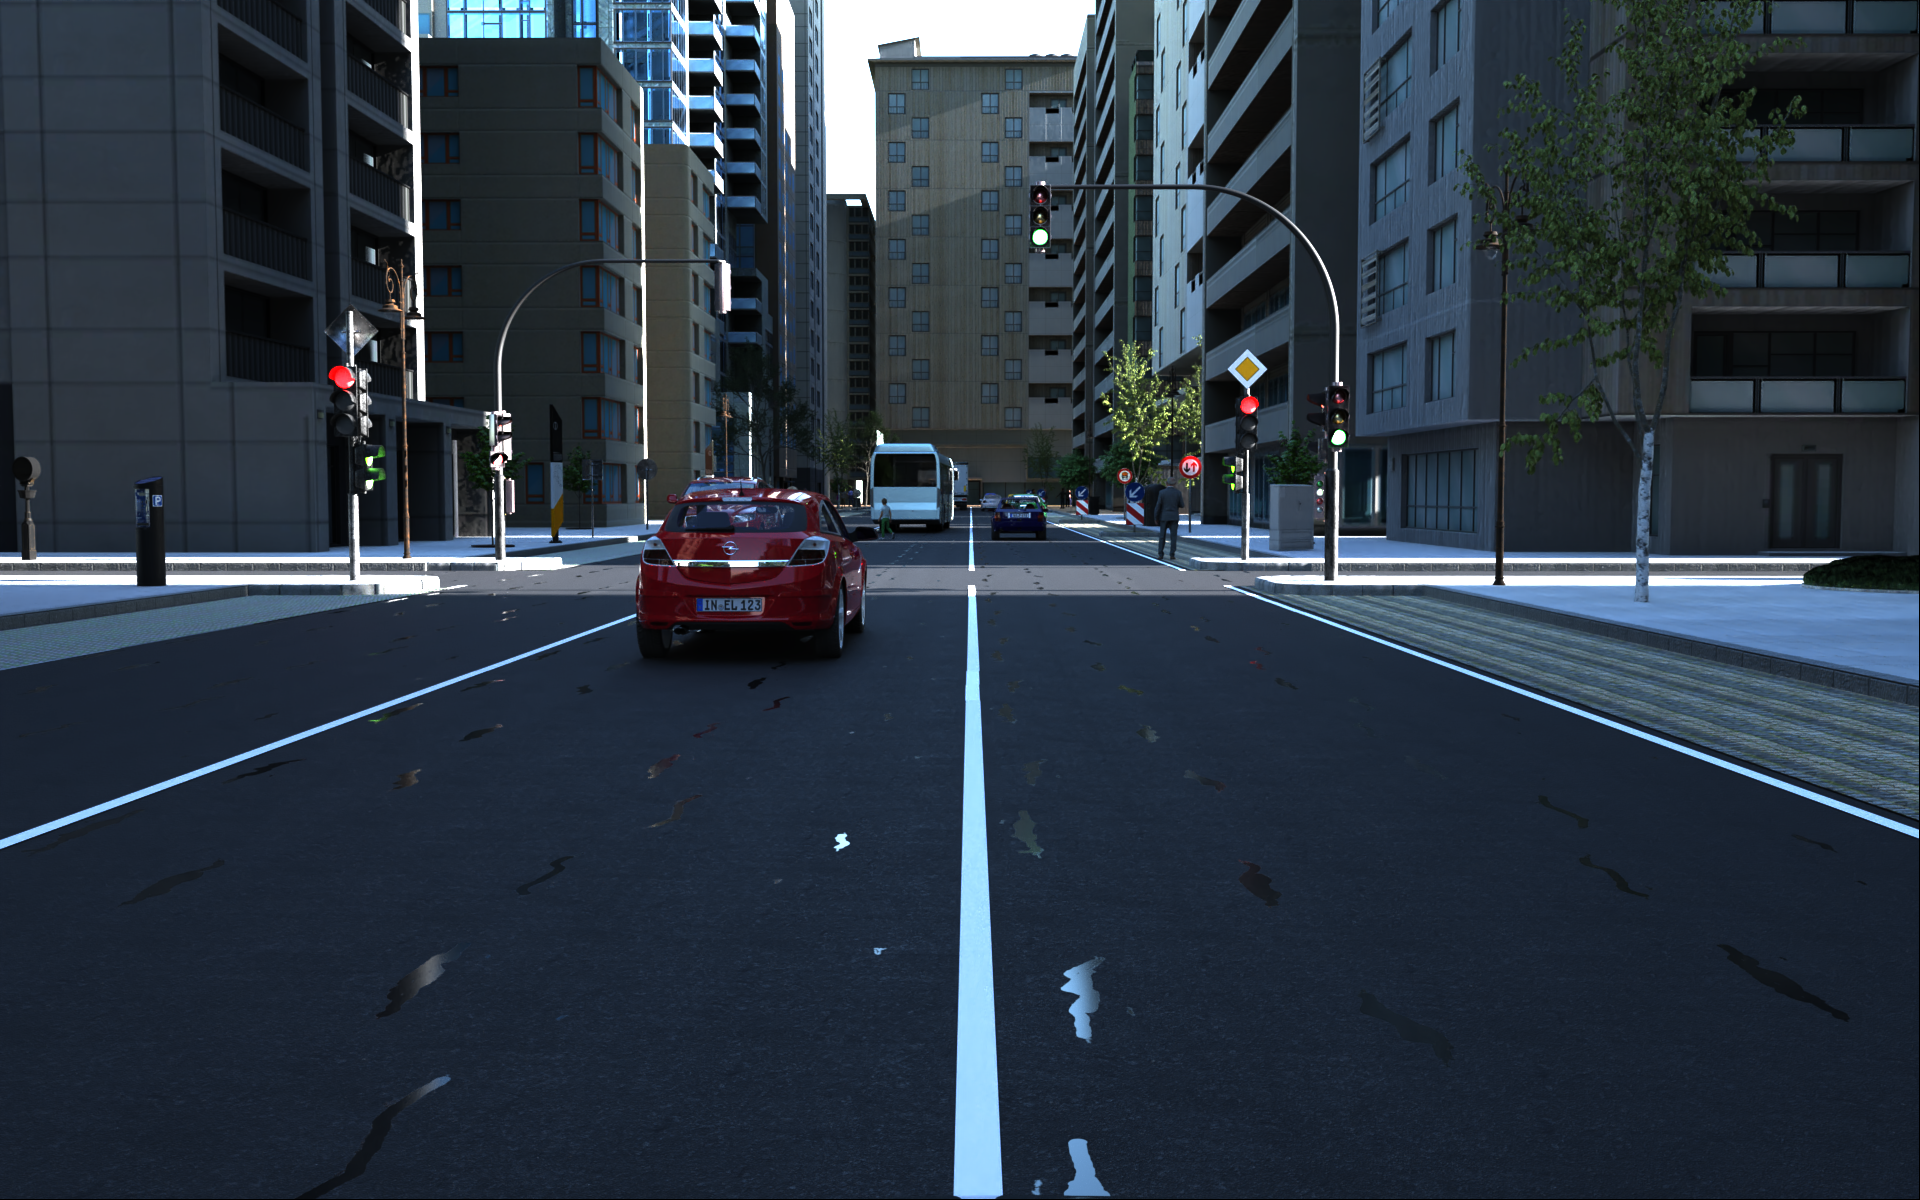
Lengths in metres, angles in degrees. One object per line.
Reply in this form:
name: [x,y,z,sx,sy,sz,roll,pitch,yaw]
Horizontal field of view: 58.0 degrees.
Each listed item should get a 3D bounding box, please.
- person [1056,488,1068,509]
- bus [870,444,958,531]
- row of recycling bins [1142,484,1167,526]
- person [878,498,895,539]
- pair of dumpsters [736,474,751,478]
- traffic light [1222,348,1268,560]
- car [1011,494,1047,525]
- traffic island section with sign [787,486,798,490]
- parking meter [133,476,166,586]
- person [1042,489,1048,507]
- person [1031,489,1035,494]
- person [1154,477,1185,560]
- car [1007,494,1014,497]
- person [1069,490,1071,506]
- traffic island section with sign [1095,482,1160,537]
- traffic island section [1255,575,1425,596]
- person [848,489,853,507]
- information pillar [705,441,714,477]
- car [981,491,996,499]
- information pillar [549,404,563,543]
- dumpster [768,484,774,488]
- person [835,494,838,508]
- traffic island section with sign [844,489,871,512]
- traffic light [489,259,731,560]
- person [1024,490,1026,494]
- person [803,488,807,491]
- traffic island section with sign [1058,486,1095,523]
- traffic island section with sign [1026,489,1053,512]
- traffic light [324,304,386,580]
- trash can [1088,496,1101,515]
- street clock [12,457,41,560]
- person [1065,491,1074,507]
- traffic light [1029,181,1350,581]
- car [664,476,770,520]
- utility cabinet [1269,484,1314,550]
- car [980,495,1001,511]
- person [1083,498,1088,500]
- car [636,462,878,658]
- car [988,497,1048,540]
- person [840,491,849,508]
person: [9.060,-9.011,153.400,1.348,1.821,0.705,-3,4,-37]
bus: [-1.754,-4.580,69.750,2.948,3.499,13.247,0,4,2]
row of recycling bins: [7.869,-3.868,70.354,1.069,1.692,3.534,0,4,3]
person: [-2.321,-2.565,54.687,0.590,1.304,0.306,3,4,38]
pair of dumpsters: [-10.756,-4.945,83.342,1.574,2.255,4.437,0,4,0]
traffic light: [5.524,-2.731,33.567,0.839,4.253,0.868,0,4,0]
car: [2.962,-4.109,78.984,2.131,1.459,4.920,0,4,-1]
traffic island section with sign: [-8.321,-4.743,86.183,1.989,1.847,2.006,0,4,0]
parking meter: [-11.307,-0.964,24.181,0.372,1.533,0.369,0,3,0]
person: [8.432,-10.123,172.112,0.434,1.755,0.990,-2,4,-28]
person: [5.642,-7.580,132.390,0.705,1.831,1.348,3,5,43]
person: [4.570,-1.785,37.866,0.661,1.801,0.590,0,4,1]
car: [3.328,-5.420,98.845,2.015,1.641,3.980,0,4,1]
person: [11.640,-10.842,184.241,0.436,1.711,0.756,-1,4,-17]
traffic island section with sign: [5.725,-3.048,58.463,1.989,1.847,2.006,0,4,0]
traffic island section: [5.514,-0.209,25.696,2.009,0.180,2.903,0,4,0]
person: [-10.948,-10.276,173.916,0.709,1.838,0.599,0,4,-5]
information pillar: [-10.982,-5.179,76.028,0.504,3.616,0.183,3,5,43]
car: [3.179,-10.432,180.159,1.945,1.707,3.694,0,4,1]
information pillar: [-10.556,-3.299,45.293,0.183,3.616,0.504,1,4,18]
dumpster: [-10.570,-5.317,92.697,1.264,1.857,1.865,0,4,1]
person: [-11.133,-9.032,156.945,0.599,1.433,0.991,-2,4,-24]
traffic island section with sign: [-8.001,-7.762,135.532,1.989,1.847,2.006,0,4,0]
traffic light: [-6.845,-3.608,33.664,4.771,5.953,1.251,0,4,0]
person: [5.736,-8.698,151.240,1.217,1.766,0.721,3,5,39]
person: [-11.437,-7.431,128.202,0.551,1.740,0.621,0,4,2]
traffic island section with sign: [5.896,-4.728,85.939,1.989,1.847,2.006,0,4,0]
traffic island section with sign: [6.211,-7.756,135.434,1.989,1.847,2.006,0,4,0]
traffic light: [-8.987,-2.247,25.657,0.839,4.253,0.868,0,4,0]
trash can: [8.263,-5.797,106.433,0.748,1.137,0.748,0,3,0]
street clock: [-18.100,-1.777,33.621,0.471,2.002,0.358,1,4,13]
person: [10.545,-10.019,169.993,1.348,1.807,0.705,2,4,26]
traffic light: [3.381,-3.106,25.454,4.771,5.953,1.251,0,4,0]
car: [-5.060,-1.757,37.401,2.281,1.827,5.304,0,4,1]
utility cabinet: [7.547,-1.875,39.342,1.173,1.500,0.318,-3,4,-38]
car: [2.691,-8.120,145.120,2.083,1.381,4.827,0,4,-1]
person: [10.437,-8.520,145.798,0.568,1.767,0.683,2,4,32]
car: [-1.895,-0.465,16.649,2.155,1.783,4.494,0,4,1]
car: [1.857,-2.617,55.373,1.945,1.354,3.894,0,4,1]
person: [-11.083,-9.662,164.025,1.348,1.824,0.705,1,4,22]
